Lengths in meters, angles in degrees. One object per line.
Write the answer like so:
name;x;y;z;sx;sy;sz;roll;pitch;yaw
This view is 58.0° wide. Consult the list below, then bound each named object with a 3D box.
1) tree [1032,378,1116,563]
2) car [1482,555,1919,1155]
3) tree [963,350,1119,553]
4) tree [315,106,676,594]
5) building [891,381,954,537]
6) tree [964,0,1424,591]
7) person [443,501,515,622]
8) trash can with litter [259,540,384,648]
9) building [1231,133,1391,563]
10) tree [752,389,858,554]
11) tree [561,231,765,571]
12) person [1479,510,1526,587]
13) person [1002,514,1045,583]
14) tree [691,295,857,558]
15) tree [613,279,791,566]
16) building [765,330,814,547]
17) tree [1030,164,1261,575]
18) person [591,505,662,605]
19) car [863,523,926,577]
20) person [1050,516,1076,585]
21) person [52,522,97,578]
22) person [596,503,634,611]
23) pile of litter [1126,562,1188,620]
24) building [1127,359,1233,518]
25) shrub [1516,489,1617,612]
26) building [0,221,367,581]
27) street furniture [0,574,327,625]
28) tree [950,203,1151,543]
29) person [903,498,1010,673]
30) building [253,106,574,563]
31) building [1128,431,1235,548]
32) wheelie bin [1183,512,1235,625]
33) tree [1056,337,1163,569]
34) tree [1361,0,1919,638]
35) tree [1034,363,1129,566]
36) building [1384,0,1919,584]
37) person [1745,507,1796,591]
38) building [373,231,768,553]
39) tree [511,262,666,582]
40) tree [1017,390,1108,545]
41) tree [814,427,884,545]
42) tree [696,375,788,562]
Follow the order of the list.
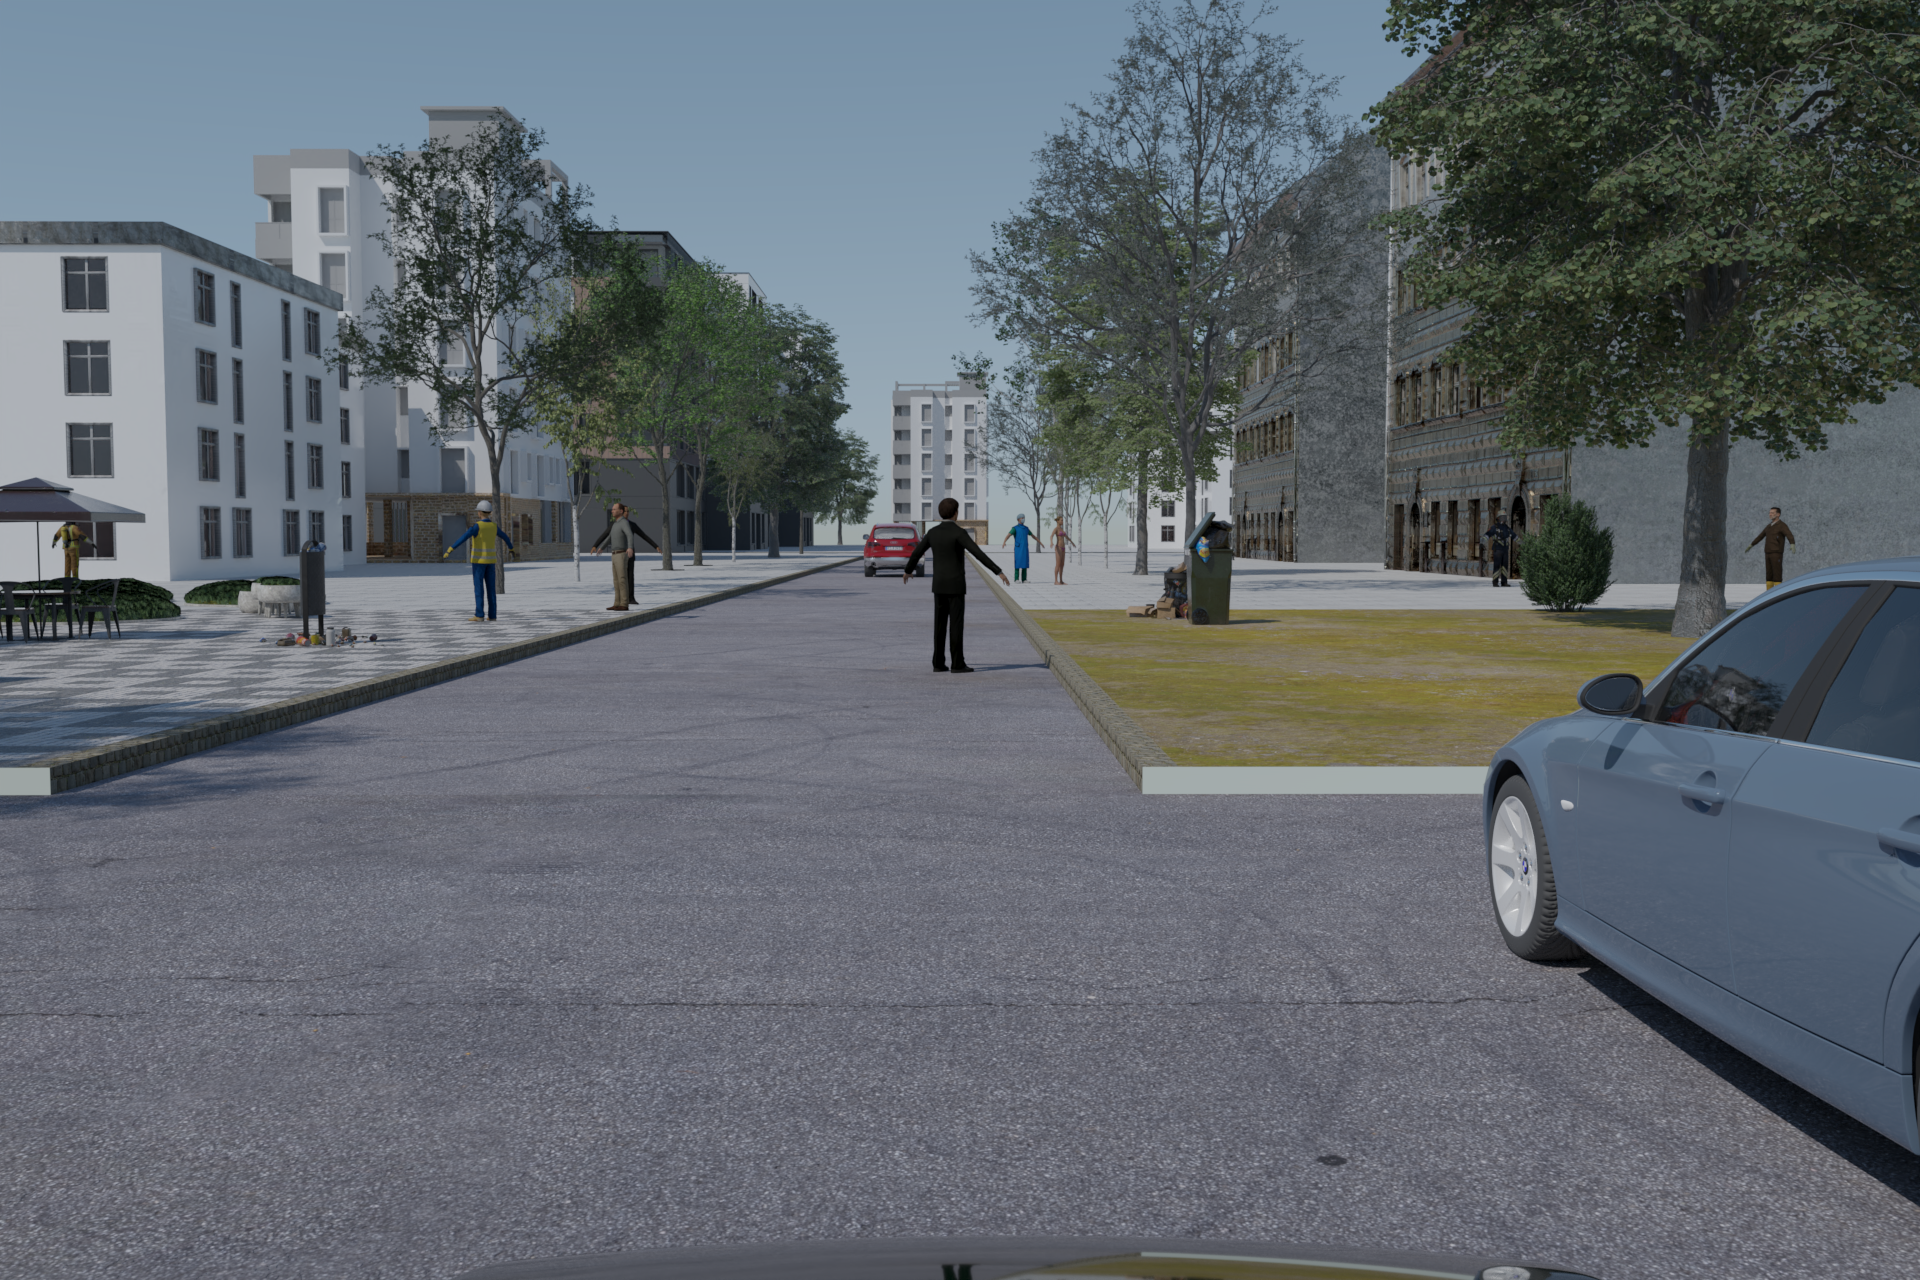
tree;4.843;-7.748;77.036;4.360;8.622;3.978;0;3;0
car;2.739;0.467;4.367;2.014;1.417;4.499;0;4;0
tree;5.224;-12.541;115.421;12.009;13.543;11.850;0;3;0
tree;-9.770;-6.280;37.093;8.767;10.594;7.601;1;4;14
building;-7.724;-21.210;205.666;11.380;20.090;16.016;0;4;-8
tree;5.203;-7.858;38.848;12.009;13.543;11.850;0;3;0
person;-7.057;-1.166;25.533;0.721;1.772;1.216;3;5;40
trash can with litter;-7.444;-0.582;20.574;1.678;1.210;2.233;0;4;-1
building;24.122;-15.540;85.012;19.493;23.208;18.063;0;4;0
tree;-10.282;-10.739;109.994;8.767;10.594;7.601;1;4;22
tree;-10.422;-8.243;60.522;9.928;11.665;9.643;0;3;0
person;13.117;-2.212;41.944;1.354;1.856;0.705;-1;4;-17
person;1.612;-2.383;45.096;1.347;1.817;0.704;-2;4;-34
tree;-10.092;-11.473;94.233;9.857;13.997;8.962;0;3;0
tree;-10.381;-8.780;69.310;9.928;11.665;9.643;0;3;0
building;-29.597;-19.956;170.256;27.936;21.610;32.646;0;4;0
tree;5.774;-8.316;54.097;7.486;12.596;7.792;0;3;0
person;-6.074;-1.542;31.439;1.346;1.802;0.704;-2;4;-30
car;-2.210;-3.092;59.235;2.281;1.827;5.304;0;4;-1
person;2.586;-2.255;43.669;0.721;1.733;1.217;2;4;33
person;-23.087;-2.401;45.031;1.354;1.858;0.705;1;4;15
person;-5.716;-1.388;28.964;0.705;1.796;1.348;-2;4;-35
pile of litter;3.140;-0.780;26.712;1.176;0.858;1.719;0;3;0
building;23.085;-20.078;184.693;16.016;20.090;11.380;0;3;0
shrub;10.003;-1.482;28.649;1.690;2.028;1.600;0;3;0
building;-26.098;-7.247;60.640;9.099;9.664;28.070;0;4;-1
street furniture;-13.722;-0.839;29.352;5.734;0.657;10.072;-1;4;-22
tree;5.894;-14.702;96.270;12.611;20.169;13.585;0;3;0
person;-0.093;-0.569;17.946;1.347;1.806;0.705;3;4;36
building;-25.286;-13.553;78.009;16.016;20.090;11.380;0;4;0
building;20.968;-13.008;154.820;9.099;9.664;28.070;0;4;-1
wheelie bin;3.559;-1.026;24.683;0.693;1.594;0.980;0;3;0
tree;5.425;-6.980;64.482;4.360;8.622;3.978;0;3;0
tree;9.236;-7.014;21.339;9.857;13.997;8.962;0;3;0
tree;4.662;-7.326;70.147;4.360;8.622;3.978;0;3;0
building;24.628;-13.564;52.703;19.493;23.208;18.063;0;4;-1
person;15.878;-1.694;33.827;0.704;1.812;1.346;-1;4;-15
building;-30.362;-17.686;133.146;27.936;21.610;32.646;0;4;-1
tree;-10.199;-5.868;46.298;4.737;8.622;4.395;0;3;0
tree;13.083;-21.196;202.442;12.611;20.169;13.585;0;3;0
tree;-14.017;-18.159;203.554;9.857;13.997;8.962;0;3;0
tree;-10.489;-7.829;78.364;4.360;8.622;3.978;0;3;0
